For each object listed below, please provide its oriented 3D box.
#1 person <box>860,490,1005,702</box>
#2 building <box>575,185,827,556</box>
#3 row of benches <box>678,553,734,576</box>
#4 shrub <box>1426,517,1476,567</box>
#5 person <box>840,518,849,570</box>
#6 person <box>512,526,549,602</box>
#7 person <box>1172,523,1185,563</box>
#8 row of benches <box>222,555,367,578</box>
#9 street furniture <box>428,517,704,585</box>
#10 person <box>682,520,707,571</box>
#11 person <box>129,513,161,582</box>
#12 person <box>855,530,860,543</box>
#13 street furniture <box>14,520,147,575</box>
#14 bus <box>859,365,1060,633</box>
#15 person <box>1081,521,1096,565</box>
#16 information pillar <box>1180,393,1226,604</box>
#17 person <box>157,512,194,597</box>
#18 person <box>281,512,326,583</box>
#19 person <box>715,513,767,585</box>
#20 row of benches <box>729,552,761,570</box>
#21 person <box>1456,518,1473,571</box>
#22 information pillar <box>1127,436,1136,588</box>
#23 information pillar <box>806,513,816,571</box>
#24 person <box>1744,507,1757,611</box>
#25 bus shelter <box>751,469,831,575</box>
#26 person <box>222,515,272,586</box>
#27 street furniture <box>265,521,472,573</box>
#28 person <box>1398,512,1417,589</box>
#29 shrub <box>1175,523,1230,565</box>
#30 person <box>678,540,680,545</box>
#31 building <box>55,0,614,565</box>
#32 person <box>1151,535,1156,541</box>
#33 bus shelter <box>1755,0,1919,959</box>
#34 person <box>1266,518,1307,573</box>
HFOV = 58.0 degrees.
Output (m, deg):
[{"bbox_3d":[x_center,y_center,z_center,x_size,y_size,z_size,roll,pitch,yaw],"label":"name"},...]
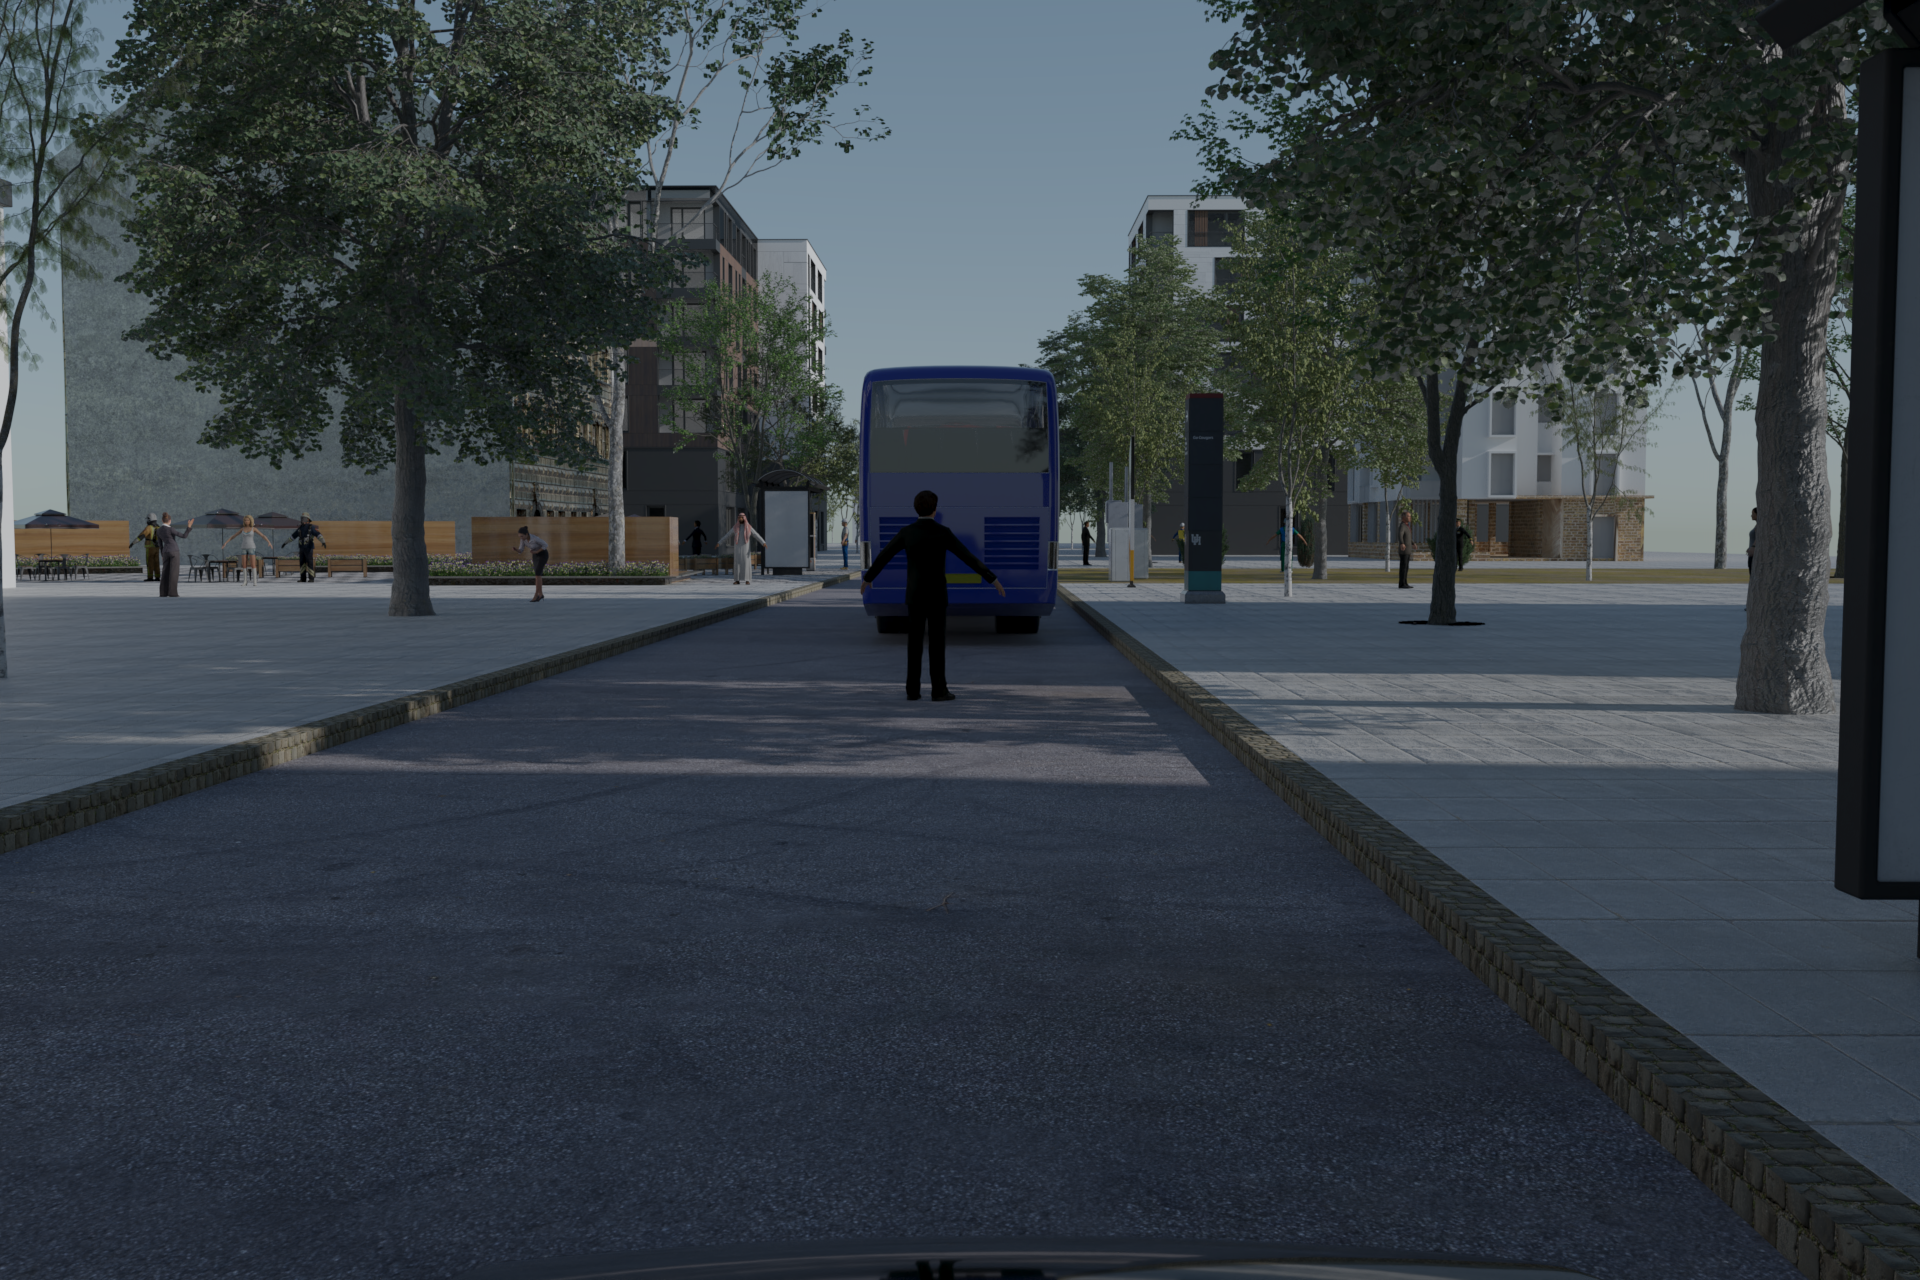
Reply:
[{"bbox_3d":[-0.274,-0.385,14.931,1.347,1.806,0.705,1,4,21],"label":"person"},{"bbox_3d":[-24.515,-16.773,118.218,27.936,21.610,32.646,0,4,1],"label":"building"},{"bbox_3d":[-8.143,-2.341,53.740,1.422,0.672,4.104,2,4,34],"label":"row of benches"},{"bbox_3d":[17.978,-3.633,63.435,1.661,2.075,1.752,0,3,0],"label":"shrub"},{"bbox_3d":[-4.183,-3.468,62.559,0.705,1.847,1.347,0,4,-4],"label":"person"},{"bbox_3d":[-8.072,-1.430,32.606,0.628,1.438,0.799,-1,4,-8],"label":"person"},{"bbox_3d":[9.940,-4.319,77.081,1.216,1.772,0.721,3,4,37],"label":"person"},{"bbox_3d":[-19.591,-2.164,50.841,4.104,0.672,1.422,-1,4,-16],"label":"row of benches"},{"bbox_3d":[-11.568,-2.387,45.889,9.812,1.723,11.010,0,4,-3],"label":"street furniture"},{"bbox_3d":[-8.783,-3.103,57.461,0.721,1.740,1.216,2,4,32],"label":"person"},{"bbox_3d":[-21.814,-2.506,46.742,0.705,1.858,1.354,1,4,21],"label":"person"},{"bbox_3d":[-3.793,-3.871,69.474,0.705,1.806,1.347,3,5,39],"label":"person"},{"bbox_3d":[-31.562,-3.011,56.085,9.812,1.723,11.010,-3,5,-40],"label":"street furniture"},{"bbox_3d":[-0.048,-2.218,27.816,2.896,3.916,12.251,0,4,0],"label":"bus"},{"bbox_3d":[5.200,-3.955,70.882,0.704,1.802,1.346,-1,4,-18],"label":"person"},{"bbox_3d":[4.520,-2.617,32.159,0.750,3.857,0.750,0,4,1],"label":"information pillar"},{"bbox_3d":[-15.983,-1.742,35.320,0.742,1.727,0.445,-1,4,-16],"label":"person"},{"bbox_3d":[-17.295,-2.446,45.768,1.354,1.856,0.705,1,4,16],"label":"person"},{"bbox_3d":[-5.534,-2.312,43.941,1.347,1.811,0.704,0,4,5],"label":"person"},{"bbox_3d":[-7.193,-2.922,63.238,1.422,0.672,4.104,2,4,30],"label":"row of benches"},{"bbox_3d":[17.149,-3.290,59.727,0.705,1.837,1.347,-3,5,-39],"label":"person"},{"bbox_3d":[4.123,-3.073,41.603,0.183,3.616,0.504,0,4,1],"label":"information pillar"},{"bbox_3d":[-5.162,-3.387,59.877,0.304,2.012,0.304,0,4,2],"label":"information pillar"},{"bbox_3d":[13.194,-1.350,28.888,0.721,1.737,1.217,1,4,23],"label":"person"},{"bbox_3d":[-5.449,-3.832,56.575,2.014,3.302,5.546,0,4,0],"label":"bus shelter"},{"bbox_3d":[-17.528,-2.202,42.614,1.214,1.753,0.721,0,4,-4],"label":"person"},{"bbox_3d":[-18.985,-3.272,60.359,11.010,1.723,9.812,-1,4,-18],"label":"street furniture"},{"bbox_3d":[10.501,-2.116,40.774,0.705,1.807,1.348,2,4,27],"label":"person"},{"bbox_3d":[7.855,-3.181,56.047,1.661,2.075,1.752,0,3,0],"label":"shrub"},{"bbox_3d":[-13.507,-4.398,81.168,0.599,1.433,0.991,3,5,42],"label":"person"},{"bbox_3d":[-27.246,-15.207,79.555,19.493,23.208,18.063,0,4,2],"label":"building"},{"bbox_3d":[8.988,-4.771,84.815,1.217,1.733,0.721,1,4,11],"label":"person"},{"bbox_3d":[3.391,-0.529,2.569,2.014,3.302,5.546,0,4,1],"label":"bus shelter"},{"bbox_3d":[10.903,-3.161,57.815,1.347,1.817,0.704,0,4,5],"label":"person"}]
